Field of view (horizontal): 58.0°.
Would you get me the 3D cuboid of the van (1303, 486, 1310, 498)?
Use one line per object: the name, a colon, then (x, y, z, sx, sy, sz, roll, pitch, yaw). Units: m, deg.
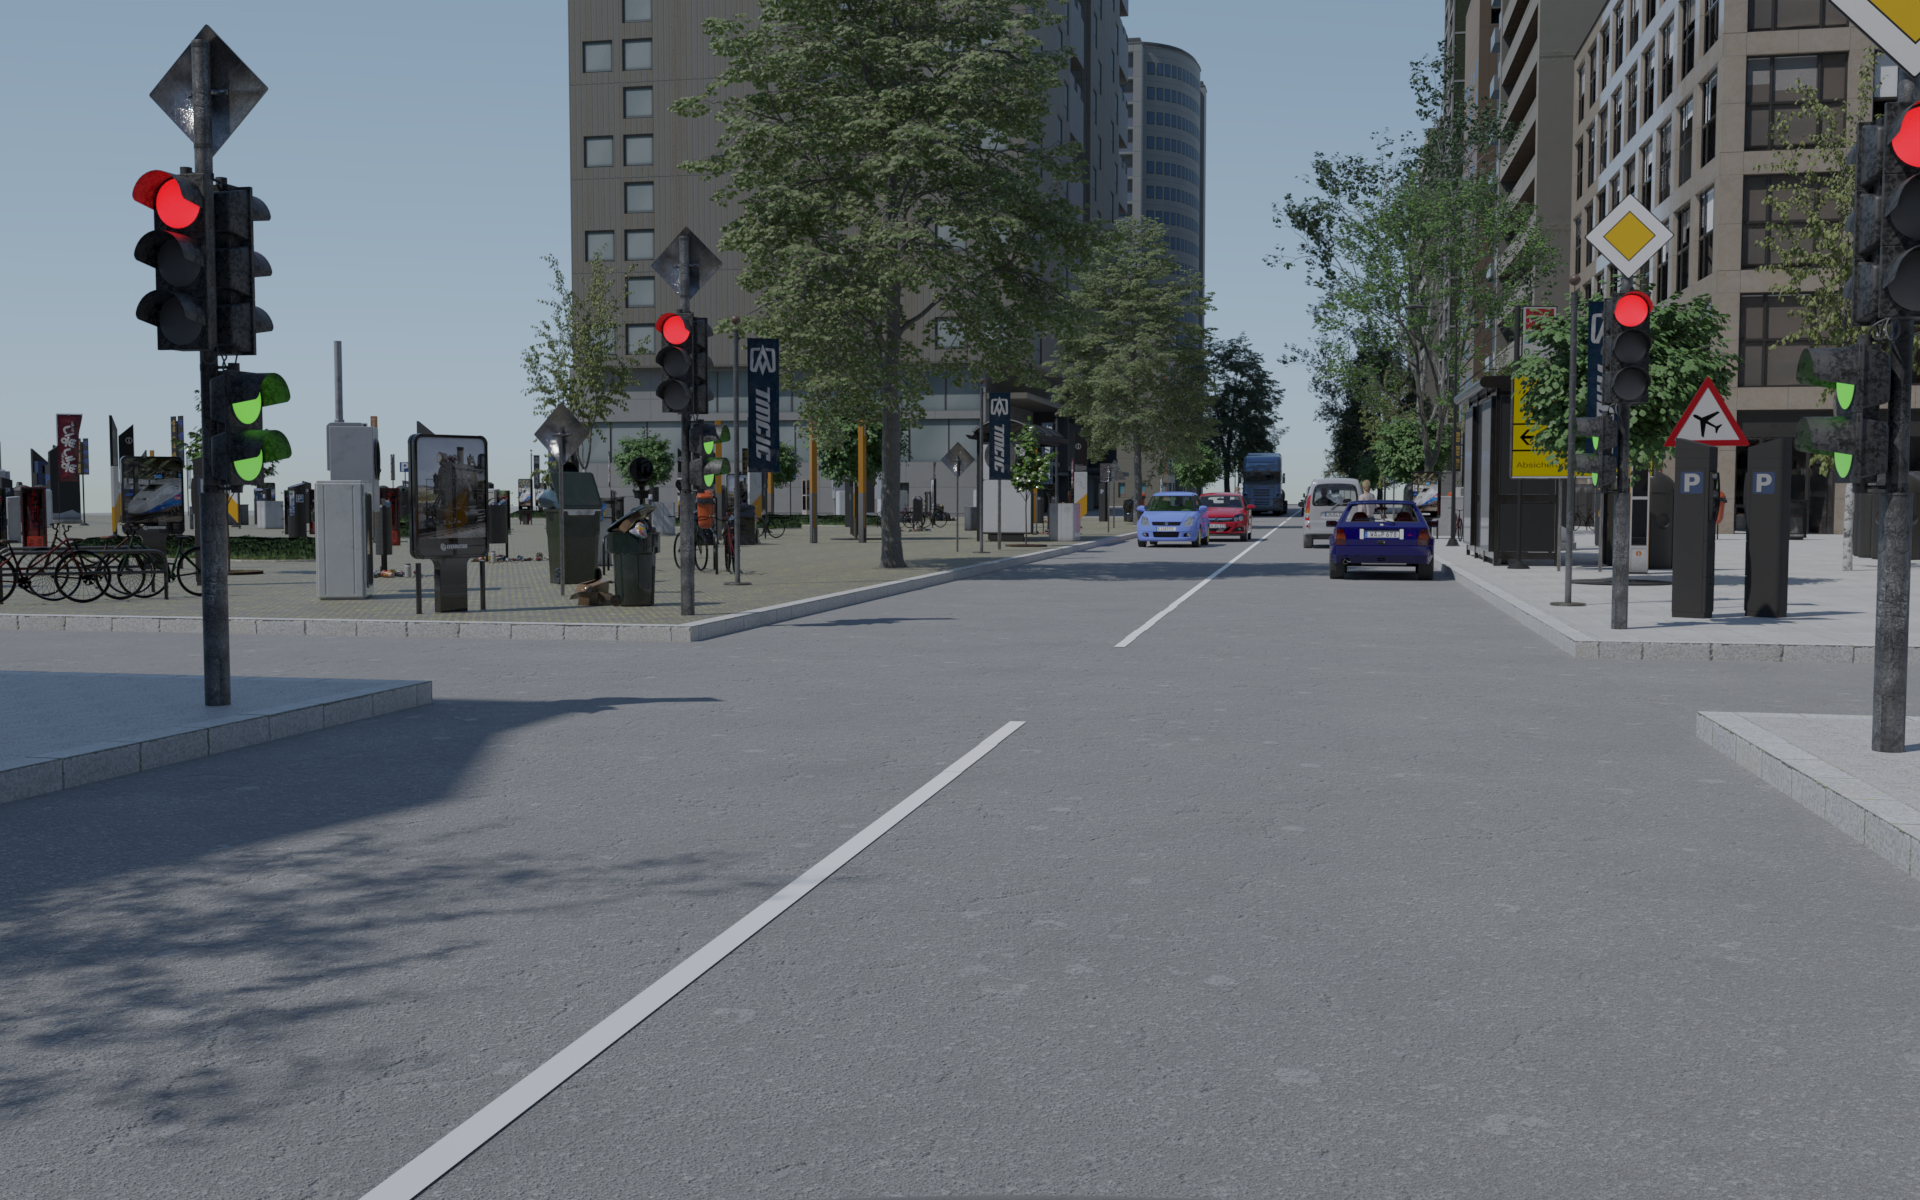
van: (28.466, -8.160, 137.803, 2.240, 2.365, 5.245, 1, 4, 10)

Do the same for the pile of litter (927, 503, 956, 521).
pile of litter: (-0.937, -4.196, 82.566, 1.719, 0.858, 1.176, 2, 4, 32)

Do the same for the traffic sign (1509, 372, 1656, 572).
traffic sign: (10.249, -2.121, 28.556, 2.265, 3.308, 0.079, 1, 4, 19)

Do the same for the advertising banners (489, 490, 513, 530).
advertising banners: (-16.260, -3.832, 58.844, 2.074, 3.025, 0.090, 0, 4, -6)

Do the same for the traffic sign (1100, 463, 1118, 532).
traffic sign: (4.972, -3.412, 57.912, 0.606, 2.300, 0.079, 1, 4, 17)

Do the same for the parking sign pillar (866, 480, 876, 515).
parking sign pillar: (-4.051, -5.421, 77.107, 1.447, 3.967, 1.447, 0, 4, -7)

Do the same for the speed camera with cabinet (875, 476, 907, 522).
speed camera with cabinet: (-3.184, -5.189, 79.171, 0.660, 3.252, 2.038, 2, 4, 31)

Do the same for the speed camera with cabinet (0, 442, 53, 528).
speed camera with cabinet: (-35.620, -4.365, 65.710, 2.038, 3.252, 0.660, -2, 4, -29)

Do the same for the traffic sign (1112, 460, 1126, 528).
traffic sign: (5.808, -3.993, 65.284, 0.884, 2.594, 0.081, 1, 4, 18)

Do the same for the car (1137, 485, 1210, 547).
car: (5.901, -2.334, 47.746, 1.945, 1.707, 3.694, 1, 4, 13)

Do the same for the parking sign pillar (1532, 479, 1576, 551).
parking sign pillar: (13.378, -3.129, 39.625, 1.447, 3.967, 1.447, 0, 4, 2)

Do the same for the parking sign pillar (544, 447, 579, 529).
parking sign pillar: (-14.567, -4.598, 63.644, 1.447, 3.967, 1.447, 3, 5, 39)

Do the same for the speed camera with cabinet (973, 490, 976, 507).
speed camera with cabinet: (1.543, -4.390, 66.105, 2.038, 3.252, 0.660, 1, 4, 23)

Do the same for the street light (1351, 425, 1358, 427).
street light: (27.143, -8.847, 117.190, 1.470, 5.913, 1.316, 1, 4, 12)

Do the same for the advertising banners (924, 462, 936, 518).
advertising banners: (-1.586, -5.977, 93.908, 0.090, 3.025, 2.074, 1, 4, 17)

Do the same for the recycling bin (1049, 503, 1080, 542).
recycling bin: (2.840, -2.109, 47.031, 0.722, 1.027, 0.722, 1, 4, 18)

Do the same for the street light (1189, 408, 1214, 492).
street light: (12.930, -7.384, 93.263, 1.470, 5.913, 1.316, 1, 4, 12)

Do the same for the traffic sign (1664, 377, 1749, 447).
traffic sign: (8.299, -1.181, 19.306, 0.884, 2.594, 0.081, 1, 4, 14)

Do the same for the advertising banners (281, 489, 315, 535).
advertising banners: (-20.532, -3.607, 55.158, 2.074, 3.025, 0.090, -2, 4, -32)

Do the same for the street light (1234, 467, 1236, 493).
street light: (22.936, -10.298, 140.912, 1.470, 5.913, 1.316, 1, 4, 12)

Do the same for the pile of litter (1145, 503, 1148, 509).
pile of litter: (9.070, -4.429, 86.381, 1.176, 0.858, 1.719, 1, 4, 20)

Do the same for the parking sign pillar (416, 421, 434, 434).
parking sign pillar: (-19.427, -4.591, 63.541, 1.447, 3.967, 1.447, 1, 4, 22)

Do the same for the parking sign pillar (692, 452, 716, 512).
parking sign pillar: (-11.967, -5.712, 81.858, 1.447, 3.967, 1.447, -2, 4, -32)

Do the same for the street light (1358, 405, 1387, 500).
street light: (21.528, -7.180, 89.938, 1.470, 5.913, 1.316, 1, 4, 12)

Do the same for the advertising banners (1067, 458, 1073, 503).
advertising banners: (5.429, -5.438, 85.094, 0.090, 3.025, 2.074, 0, 4, -2)

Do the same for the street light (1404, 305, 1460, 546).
street light: (11.588, -4.281, 42.527, 1.470, 5.913, 1.316, 1, 4, 12)

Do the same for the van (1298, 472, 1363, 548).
van: (10.187, -2.448, 47.036, 2.013, 2.044, 4.112, 1, 4, 12)

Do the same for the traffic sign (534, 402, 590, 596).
traffic sign: (-5.017, -1.262, 21.812, 0.795, 2.450, 0.064, 1, 4, 18)

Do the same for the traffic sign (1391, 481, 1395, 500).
traffic sign: (21.012, -5.124, 83.880, 0.768, 2.556, 0.104, 1, 4, 12)

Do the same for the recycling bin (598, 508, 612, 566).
recycling bin: (-6.714, -1.124, 30.937, 0.722, 1.027, 0.722, 2, 4, 29)

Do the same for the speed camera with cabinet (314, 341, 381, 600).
speed camera with cabinet: (-7.697, -1.681, 21.821, 0.660, 3.252, 2.038, -1, 4, -13)

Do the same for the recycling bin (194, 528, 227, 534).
recycling bin: (-20.155, -2.081, 46.585, 0.722, 1.027, 0.722, -2, 4, -35)

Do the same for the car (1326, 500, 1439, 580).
car: (7.383, -1.085, 30.325, 1.945, 1.354, 3.894, 1, 4, 14)

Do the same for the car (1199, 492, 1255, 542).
car: (8.065, -2.723, 53.561, 2.155, 1.783, 4.494, 1, 4, 12)

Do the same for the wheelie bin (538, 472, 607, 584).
wheelie bin: (-5.582, -1.035, 24.833, 0.980, 1.594, 0.693, -2, 4, -35)

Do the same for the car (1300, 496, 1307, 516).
car: (23.889, -6.383, 116.158, 2.131, 1.459, 4.920, 1, 4, 13)

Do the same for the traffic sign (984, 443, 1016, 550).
traffic sign: (0.908, -2.432, 39.875, 0.768, 2.556, 0.104, 1, 4, 21)

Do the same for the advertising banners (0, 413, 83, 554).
advertising banners: (-20.069, -2.523, 37.438, 2.074, 3.025, 0.090, -1, 4, -20)

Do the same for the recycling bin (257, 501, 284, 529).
recycling bin: (-25.321, -3.122, 63.600, 0.722, 1.027, 0.722, -3, 5, -44)

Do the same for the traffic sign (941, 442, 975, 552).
traffic sign: (-0.054, -2.271, 38.320, 0.795, 2.450, 0.064, 1, 4, 18)

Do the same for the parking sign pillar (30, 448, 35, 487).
parking sign pillar: (-54.389, -6.987, 102.706, 1.447, 3.967, 1.447, 1, 4, 17)

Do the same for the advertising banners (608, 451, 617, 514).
advertising banners: (-14.367, -4.609, 71.547, 0.090, 3.025, 2.074, 0, 4, -3)

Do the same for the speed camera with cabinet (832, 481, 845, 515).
speed camera with cabinet: (-6.039, -5.728, 87.994, 0.660, 3.252, 2.038, -1, 4, -15)

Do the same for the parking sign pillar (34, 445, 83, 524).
parking sign pillar: (-38.844, -5.290, 74.971, 1.447, 3.967, 1.447, 2, 4, 35)

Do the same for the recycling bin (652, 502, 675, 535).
recycling bin: (-9.393, -2.587, 54.852, 0.722, 1.027, 0.722, -1, 4, -10)

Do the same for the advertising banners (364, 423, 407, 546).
advertising banners: (-14.115, -2.859, 42.927, 2.074, 3.025, 0.090, -1, 4, -21)

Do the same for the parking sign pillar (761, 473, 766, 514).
parking sign pillar: (-9.461, -5.712, 81.865, 1.447, 3.967, 1.447, 0, 4, 1)
